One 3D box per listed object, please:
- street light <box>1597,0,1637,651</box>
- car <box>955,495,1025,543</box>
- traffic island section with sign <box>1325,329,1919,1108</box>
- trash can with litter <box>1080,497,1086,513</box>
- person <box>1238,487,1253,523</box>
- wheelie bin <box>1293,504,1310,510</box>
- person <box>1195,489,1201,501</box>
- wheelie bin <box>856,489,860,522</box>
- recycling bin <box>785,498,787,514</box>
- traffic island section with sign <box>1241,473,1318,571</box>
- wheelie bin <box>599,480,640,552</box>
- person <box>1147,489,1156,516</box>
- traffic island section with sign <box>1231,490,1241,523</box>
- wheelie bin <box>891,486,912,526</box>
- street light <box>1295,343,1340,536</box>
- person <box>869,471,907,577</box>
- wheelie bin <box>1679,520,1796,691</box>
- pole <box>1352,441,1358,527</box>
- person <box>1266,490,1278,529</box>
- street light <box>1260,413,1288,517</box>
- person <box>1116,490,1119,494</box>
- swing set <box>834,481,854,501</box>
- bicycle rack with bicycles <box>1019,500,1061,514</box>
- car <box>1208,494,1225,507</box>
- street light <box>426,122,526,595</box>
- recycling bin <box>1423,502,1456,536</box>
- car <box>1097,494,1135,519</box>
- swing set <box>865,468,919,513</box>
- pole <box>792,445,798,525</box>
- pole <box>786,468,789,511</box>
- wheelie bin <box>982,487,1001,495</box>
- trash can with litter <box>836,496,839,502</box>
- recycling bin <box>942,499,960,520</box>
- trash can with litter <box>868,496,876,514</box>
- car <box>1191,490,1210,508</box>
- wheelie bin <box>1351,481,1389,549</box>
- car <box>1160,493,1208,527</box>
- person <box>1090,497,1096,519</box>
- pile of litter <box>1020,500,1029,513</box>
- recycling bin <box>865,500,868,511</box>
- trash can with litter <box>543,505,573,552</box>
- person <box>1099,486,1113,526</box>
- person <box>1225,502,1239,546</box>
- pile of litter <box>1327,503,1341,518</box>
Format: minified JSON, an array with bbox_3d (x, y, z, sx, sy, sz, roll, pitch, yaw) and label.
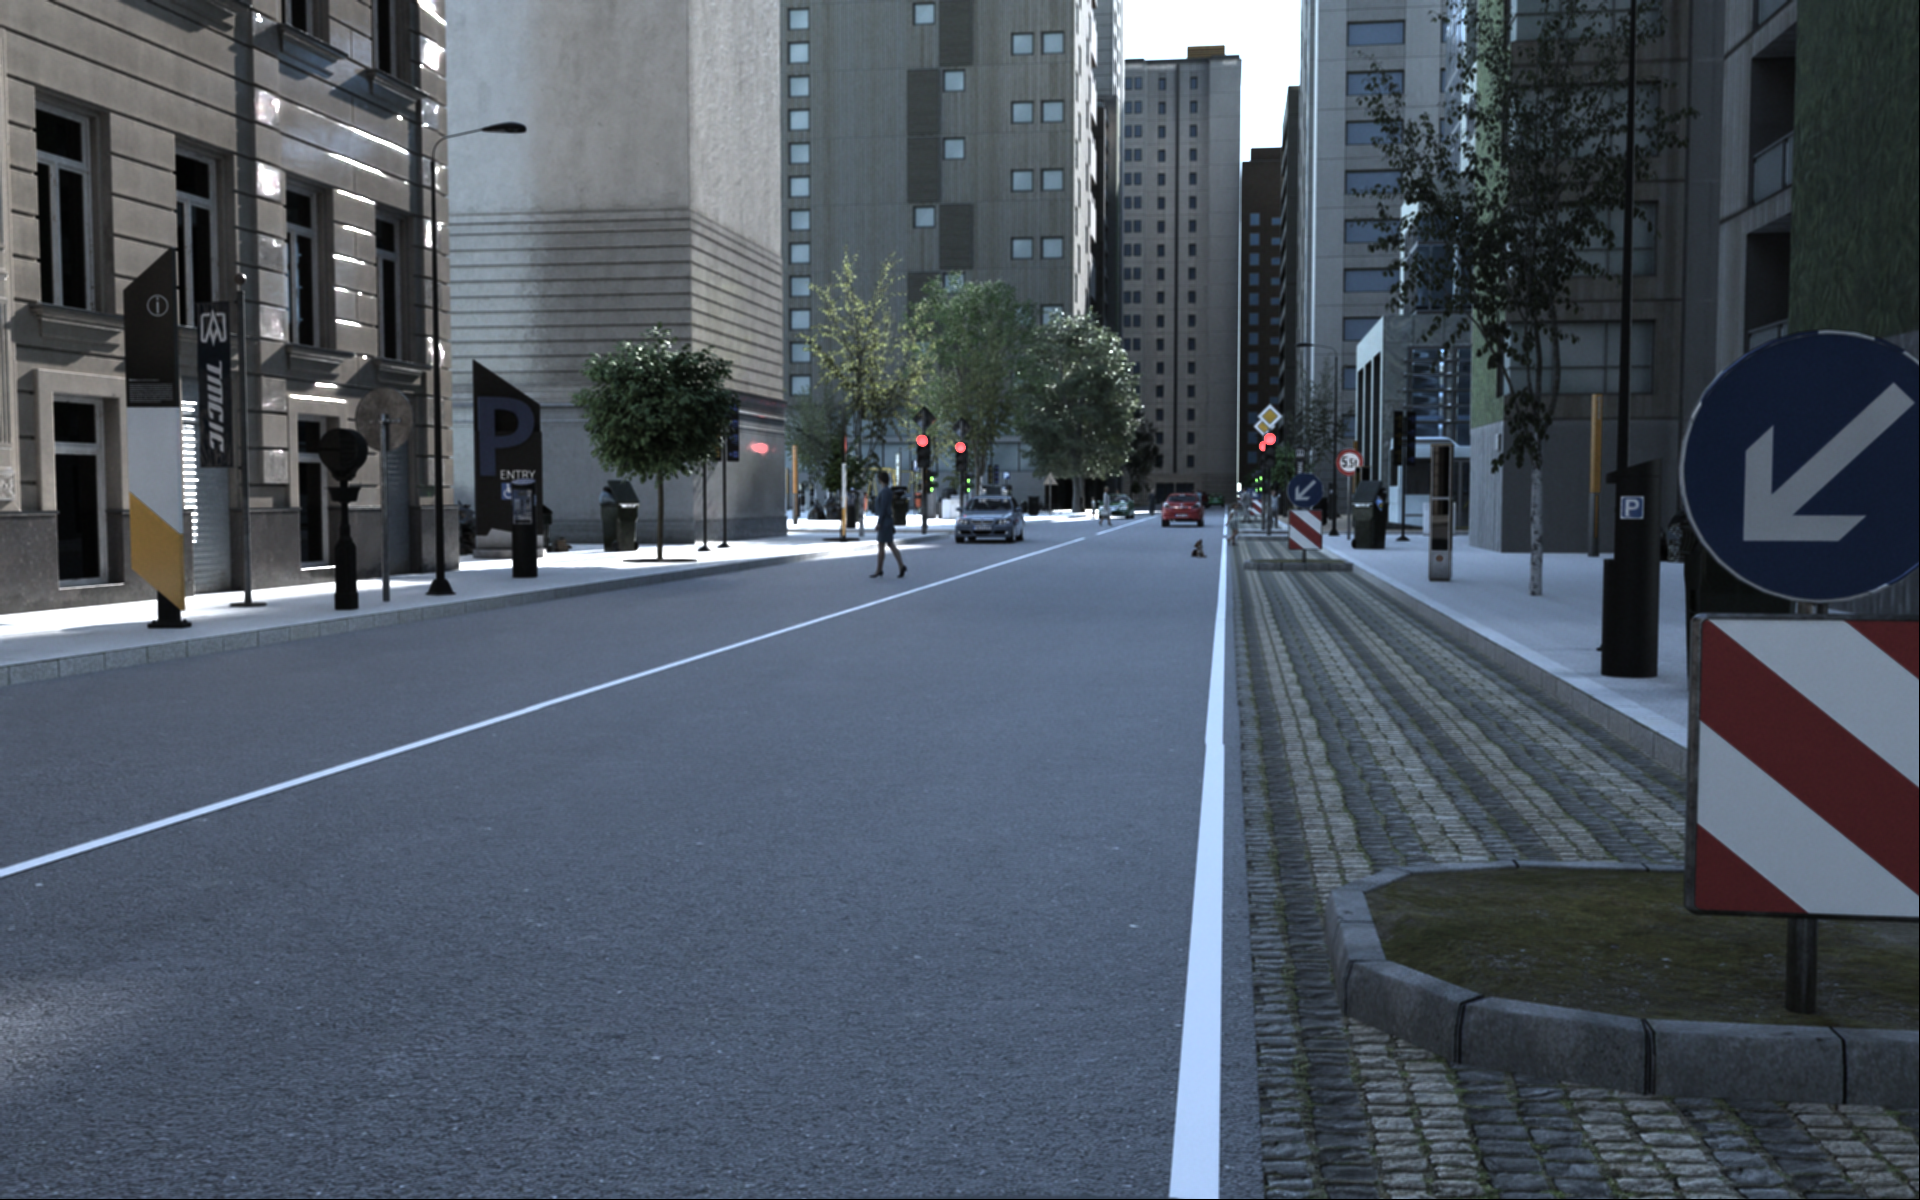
[{"bbox_3d":[4.869,-2.543,14.113,1.470,5.913,1.316,1,4,9],"label":"street light"},{"bbox_3d":[0.938,-2.468,52.361,2.014,1.417,4.499,0,4,8],"label":"car"},{"bbox_3d":[2.098,0.223,4.984,1.989,1.847,2.006,1,4,9],"label":"traffic island section with sign"},{"bbox_3d":[8.144,-6.529,118.138,0.624,1.170,1.055,2,4,29],"label":"trash can with litter"},{"bbox_3d":[14.001,-4.649,84.791,0.678,1.792,0.850,-3,5,-40],"label":"person"},{"bbox_3d":[14.589,-4.033,73.851,0.693,1.594,0.980,-1,4,-10],"label":"wheelie bin"},{"bbox_3d":[18.127,-7.541,131.813,0.660,1.820,0.620,3,4,38],"label":"person"},{"bbox_3d":[-4.728,-4.306,78.318,0.693,1.594,0.980,2,4,33],"label":"wheelie bin"},{"bbox_3d":[-11.581,-6.043,111.349,0.722,1.027,0.722,1,4,13],"label":"recycling bin"},{"bbox_3d":[6.413,-1.485,32.910,1.989,1.847,2.006,1,4,9],"label":"traffic island section with sign"},{"bbox_3d":[-7.669,-1.891,38.825,0.693,1.594,0.980,3,4,36],"label":"wheelie bin"},{"bbox_3d":[12.642,-6.434,114.125,0.576,1.772,0.534,-1,4,-18],"label":"person"},{"bbox_3d":[14.632,-4.748,86.261,1.989,1.847,2.006,1,4,9],"label":"traffic island section with sign"},{"bbox_3d":[-2.452,-3.833,70.577,0.980,1.594,0.693,0,4,-5],"label":"wheelie bin"},{"bbox_3d":[10.982,-4.936,53.240,1.470,5.913,1.316,1,4,9],"label":"street light"},{"bbox_3d":[-1.246,-1.298,29.738,0.654,1.822,0.581,2,4,30],"label":"person"},{"bbox_3d":[4.935,-0.187,10.971,0.693,1.594,0.980,1,4,12],"label":"wheelie bin"},{"bbox_3d":[15.242,-4.464,66.832,0.158,3.312,0.155,0,3,0],"label":"pole"},{"bbox_3d":[12.297,-3.528,67.990,0.589,1.601,0.330,-1,4,-22],"label":"person"},{"bbox_3d":[17.580,-7.568,96.284,1.470,5.913,1.316,1,4,9],"label":"street light"},{"bbox_3d":[12.457,-7.802,136.402,0.599,1.781,0.374,0,4,8],"label":"person"},{"bbox_3d":[-8.369,-8.691,139.712,3.119,2.851,2.862,1,4,19],"label":"swing set"},{"bbox_3d":[5.127,-6.008,111.610,2.925,0.926,2.852,-1,4,-22],"label":"bicycle rack with bicycles"},{"bbox_3d":[28.151,-11.106,190.374,1.959,1.807,4.718,1,4,9],"label":"car"},{"bbox_3d":[-6.105,-3.017,21.868,1.470,5.913,1.316,1,4,9],"label":"street light"},{"bbox_3d":[14.770,-2.496,53.356,0.722,1.027,0.722,-2,4,-35],"label":"recycling bin"},{"bbox_3d":[9.133,-5.452,100.936,2.131,1.459,4.920,1,4,10],"label":"car"},{"bbox_3d":[-4.657,-7.283,116.692,3.119,2.851,2.862,-1,4,-22],"label":"swing set"},{"bbox_3d":[-6.882,-4.797,72.269,0.158,3.312,0.155,0,3,0],"label":"pole"},{"bbox_3d":[-13.434,-8.622,134.820,0.158,3.312,0.155,0,3,0],"label":"pole"},{"bbox_3d":[1.404,-4.102,74.974,0.980,1.594,0.693,-1,4,-9],"label":"wheelie bin"},{"bbox_3d":[-8.536,-7.056,126.424,2.233,1.210,1.678,2,4,25],"label":"trash can with litter"},{"bbox_3d":[-0.415,-4.544,86.848,0.722,1.027,0.722,-3,4,-36],"label":"recycling bin"},{"bbox_3d":[-5.448,-6.241,113.429,0.624,1.170,1.055,3,5,45],"label":"trash can with litter"},{"bbox_3d":[24.195,-10.224,175.830,2.281,1.827,5.304,1,4,9],"label":"car"},{"bbox_3d":[9.619,-2.005,40.685,0.693,1.594,0.980,-3,5,-40],"label":"wheelie bin"},{"bbox_3d":[9.947,-4.163,77.103,2.155,1.783,4.494,1,4,9],"label":"car"},{"bbox_3d":[7.763,-5.370,100.980,0.332,1.250,0.352,-2,4,-27],"label":"person"},{"bbox_3d":[4.628,-6.354,117.845,1.176,0.858,1.719,2,4,33],"label":"pile of litter"},{"bbox_3d":[-7.281,-7.118,128.930,0.722,1.027,0.722,-2,4,-29],"label":"recycling bin"},{"bbox_3d":[-9.162,-1.648,38.335,0.624,1.170,1.055,3,5,41],"label":"trash can with litter"},{"bbox_3d":[6.584,-4.246,78.279,0.624,1.780,0.694,1,4,19],"label":"person"},{"bbox_3d":[7.588,-2.125,48.259,0.382,1.210,0.505,1,4,14],"label":"person"},{"bbox_3d":[20.083,-4.939,94.720,1.719,0.858,1.176,0,4,8],"label":"pile of litter"}]
